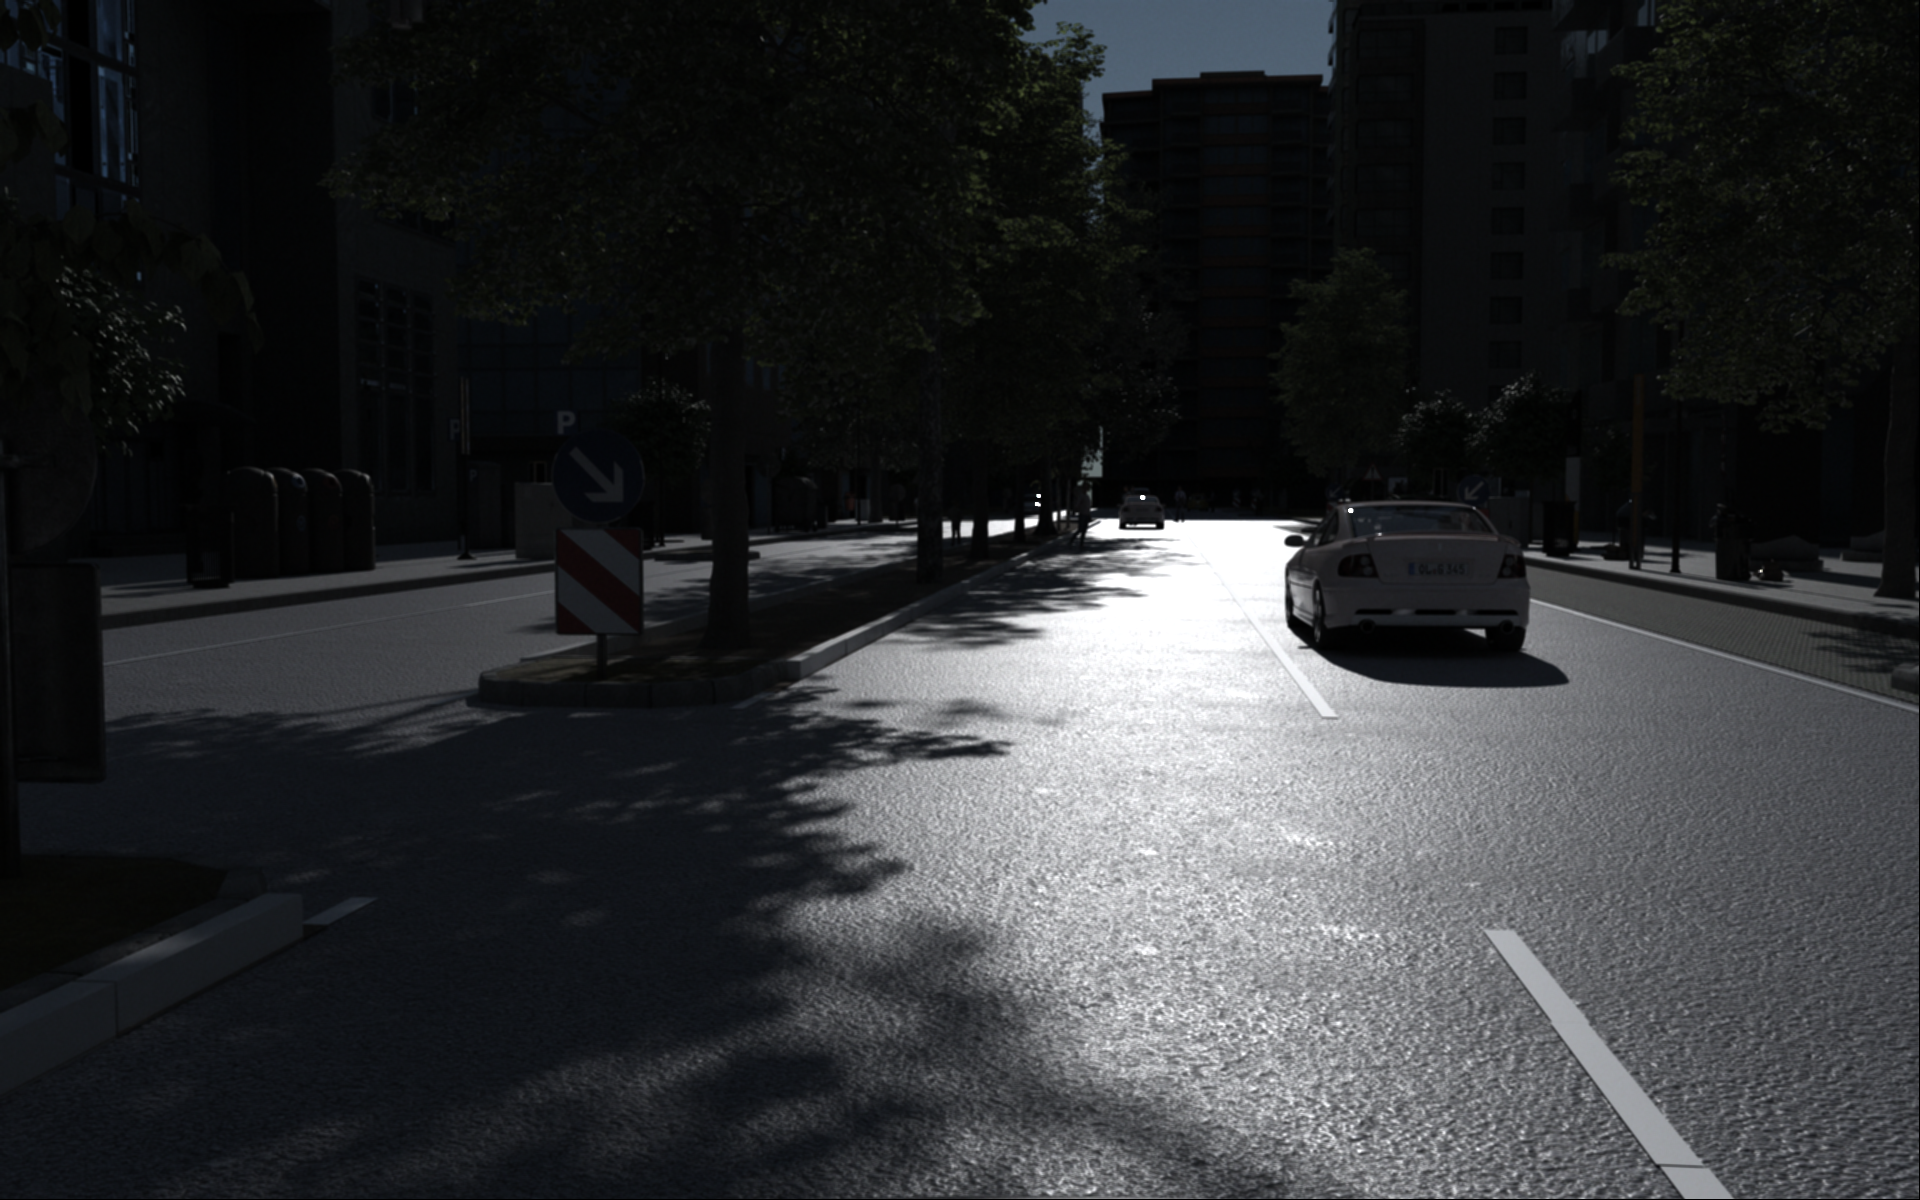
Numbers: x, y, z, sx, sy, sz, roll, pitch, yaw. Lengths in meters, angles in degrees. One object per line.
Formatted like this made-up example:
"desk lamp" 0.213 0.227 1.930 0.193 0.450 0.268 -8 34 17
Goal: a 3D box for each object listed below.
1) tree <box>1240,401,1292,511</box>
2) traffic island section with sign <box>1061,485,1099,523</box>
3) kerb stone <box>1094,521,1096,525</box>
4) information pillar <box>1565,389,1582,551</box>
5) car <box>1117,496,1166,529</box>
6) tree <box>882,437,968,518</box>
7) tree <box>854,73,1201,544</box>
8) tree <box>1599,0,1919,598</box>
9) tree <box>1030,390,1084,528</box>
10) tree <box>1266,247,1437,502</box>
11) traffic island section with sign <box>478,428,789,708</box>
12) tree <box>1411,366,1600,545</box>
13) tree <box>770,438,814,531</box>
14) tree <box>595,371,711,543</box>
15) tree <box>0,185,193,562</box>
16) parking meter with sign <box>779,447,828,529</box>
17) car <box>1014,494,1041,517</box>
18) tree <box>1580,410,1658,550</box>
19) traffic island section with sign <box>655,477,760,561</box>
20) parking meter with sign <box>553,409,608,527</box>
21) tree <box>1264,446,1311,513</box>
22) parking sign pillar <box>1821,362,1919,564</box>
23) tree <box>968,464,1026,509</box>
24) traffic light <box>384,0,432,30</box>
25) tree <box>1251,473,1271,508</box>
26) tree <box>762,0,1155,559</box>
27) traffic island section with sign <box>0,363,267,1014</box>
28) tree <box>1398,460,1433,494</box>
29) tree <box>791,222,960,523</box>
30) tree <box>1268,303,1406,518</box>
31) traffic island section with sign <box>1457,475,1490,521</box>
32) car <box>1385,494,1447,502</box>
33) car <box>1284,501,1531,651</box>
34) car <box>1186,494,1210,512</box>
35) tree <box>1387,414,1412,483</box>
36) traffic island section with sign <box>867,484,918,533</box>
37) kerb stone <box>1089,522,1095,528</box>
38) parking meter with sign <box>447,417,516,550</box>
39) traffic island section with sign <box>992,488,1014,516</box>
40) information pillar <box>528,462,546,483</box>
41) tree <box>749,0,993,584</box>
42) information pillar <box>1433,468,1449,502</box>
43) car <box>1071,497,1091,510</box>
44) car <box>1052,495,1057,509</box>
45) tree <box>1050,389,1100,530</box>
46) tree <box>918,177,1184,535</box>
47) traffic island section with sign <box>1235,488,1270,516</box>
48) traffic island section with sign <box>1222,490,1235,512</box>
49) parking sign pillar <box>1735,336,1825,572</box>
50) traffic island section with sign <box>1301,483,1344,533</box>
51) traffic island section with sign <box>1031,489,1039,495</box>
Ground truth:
"tree" 23.585 -11.130 132.329 4.360 8.622 3.978 0 3 0
"traffic island section with sign" 5.992 -4.837 87.224 2.006 1.907 1.989 0 4 6
"kerb stone" 5.758 -3.286 75.916 0.120 0.150 1.000 0 4 6
"information pillar" 13.780 -2.909 38.915 0.183 3.616 0.504 -1 4 -10
"car" 7.662 -3.719 73.161 2.083 1.381 4.827 0 4 5
"tree" -2.707 -6.807 95.013 4.285 4.588 4.351 0 3 0
"tree" 1.742 -8.365 49.588 12.009 13.543 11.850 0 3 0
"tree" 12.050 -6.292 21.006 7.486 12.596 7.792 0 3 0
"tree" 4.550 -7.338 72.798 4.360 8.622 3.978 0 3 0
"tree" 17.893 -9.871 79.511 7.486 12.596 7.792 0 3 0
"traffic island section with sign" -2.415 -0.270 12.555 2.006 1.907 1.989 0 4 6
"tree" 14.750 -3.713 44.416 4.285 4.588 4.351 0 3 0
"tree" -5.828 -4.023 60.379 1.663 3.219 1.824 0 3 0
"tree" -8.026 -3.826 46.271 4.285 4.588 4.351 0 3 0
"tree" -10.228 -2.132 18.579 4.285 4.588 4.351 0 3 0
"parking meter with sign" -5.779 -4.156 64.210 1.738 3.016 0.543 1 4 11
"car" 4.335 -5.740 105.846 2.014 1.417 4.499 0 4 8
"tree" 15.233 -2.789 40.208 1.663 3.219 1.824 0 3 0
"traffic island section with sign" -5.470 -1.797 38.003 1.989 1.847 2.006 0 4 6
"parking meter with sign" -7.931 -2.460 36.490 0.543 3.016 1.738 1 4 11
"tree" 22.245 -8.175 117.374 4.285 4.588 4.351 0 3 0
"parking sign pillar" 17.637 -2.723 32.986 1.447 3.967 1.447 -1 4 -11
"tree" 2.233 -9.330 136.259 4.285 4.588 4.351 0 3 0
"traffic light" -6.425 -2.360 13.253 4.771 5.953 1.251 0 4 6
"tree" 27.552 -10.102 159.775 1.663 3.219 1.824 0 3 0
"tree" 0.375 -7.194 38.203 7.486 12.596 7.792 0 3 0
"traffic island section with sign" -3.255 0.180 5.196 2.006 1.907 1.989 0 4 6
"tree" 18.096 -4.518 68.476 1.663 3.219 1.824 0 3 0
"tree" -3.699 -10.465 77.756 9.857 13.997 8.962 0 3 0
"tree" 20.133 -10.214 92.762 9.928 11.665 9.643 0 3 0
"traffic island section with sign" 10.520 -1.693 36.312 1.989 1.847 2.006 0 4 6
"car" 10.961 -1.970 41.999 2.009 1.686 4.222 0 4 7
"car" 4.330 -0.297 17.226 2.083 1.381 4.827 0 4 5
"car" 19.674 -8.132 143.186 2.015 1.641 3.980 0 4 7
"tree" 14.612 -4.215 52.633 4.285 4.588 4.351 0 3 0
"traffic island section with sign" -2.381 -3.470 65.357 1.989 1.847 2.006 0 4 6
"kerb stone" 5.645 -3.224 74.900 0.120 0.150 1.000 0 4 6
"parking meter with sign" -11.010 -2.686 40.176 0.543 3.016 1.738 2 4 31
"traffic island section with sign" 3.169 -6.486 114.676 1.989 1.847 2.006 0 4 6
"information pillar" -9.565 -2.126 39.250 0.304 2.012 0.304 -3 5 -40
"tree" -1.593 -10.376 27.998 12.611 20.169 13.585 0 3 0
"information pillar" 13.607 -2.725 49.042 0.304 2.012 0.304 -3 5 -40
"car" 10.623 -8.688 154.416 2.083 1.381 4.827 0 4 6
"car" 8.289 -9.095 161.278 1.945 1.354 3.894 0 4 6
"tree" 3.931 -7.057 68.199 4.737 8.622 4.395 0 3 0
"tree" 3.018 -8.622 60.429 9.611 12.733 9.660 0 3 0
"traffic island section with sign" 19.176 -6.391 113.113 1.989 1.847 2.006 0 4 6
"traffic island section with sign" 22.193 -8.029 139.899 1.989 1.847 2.006 0 4 6
"parking sign pillar" 13.732 -2.481 29.043 1.447 3.967 1.447 2 4 26
"traffic island section with sign" 13.607 -3.372 63.759 1.989 1.847 2.006 0 4 6
"traffic island section with sign" 6.199 -8.124 141.461 1.989 1.847 2.006 0 4 6
